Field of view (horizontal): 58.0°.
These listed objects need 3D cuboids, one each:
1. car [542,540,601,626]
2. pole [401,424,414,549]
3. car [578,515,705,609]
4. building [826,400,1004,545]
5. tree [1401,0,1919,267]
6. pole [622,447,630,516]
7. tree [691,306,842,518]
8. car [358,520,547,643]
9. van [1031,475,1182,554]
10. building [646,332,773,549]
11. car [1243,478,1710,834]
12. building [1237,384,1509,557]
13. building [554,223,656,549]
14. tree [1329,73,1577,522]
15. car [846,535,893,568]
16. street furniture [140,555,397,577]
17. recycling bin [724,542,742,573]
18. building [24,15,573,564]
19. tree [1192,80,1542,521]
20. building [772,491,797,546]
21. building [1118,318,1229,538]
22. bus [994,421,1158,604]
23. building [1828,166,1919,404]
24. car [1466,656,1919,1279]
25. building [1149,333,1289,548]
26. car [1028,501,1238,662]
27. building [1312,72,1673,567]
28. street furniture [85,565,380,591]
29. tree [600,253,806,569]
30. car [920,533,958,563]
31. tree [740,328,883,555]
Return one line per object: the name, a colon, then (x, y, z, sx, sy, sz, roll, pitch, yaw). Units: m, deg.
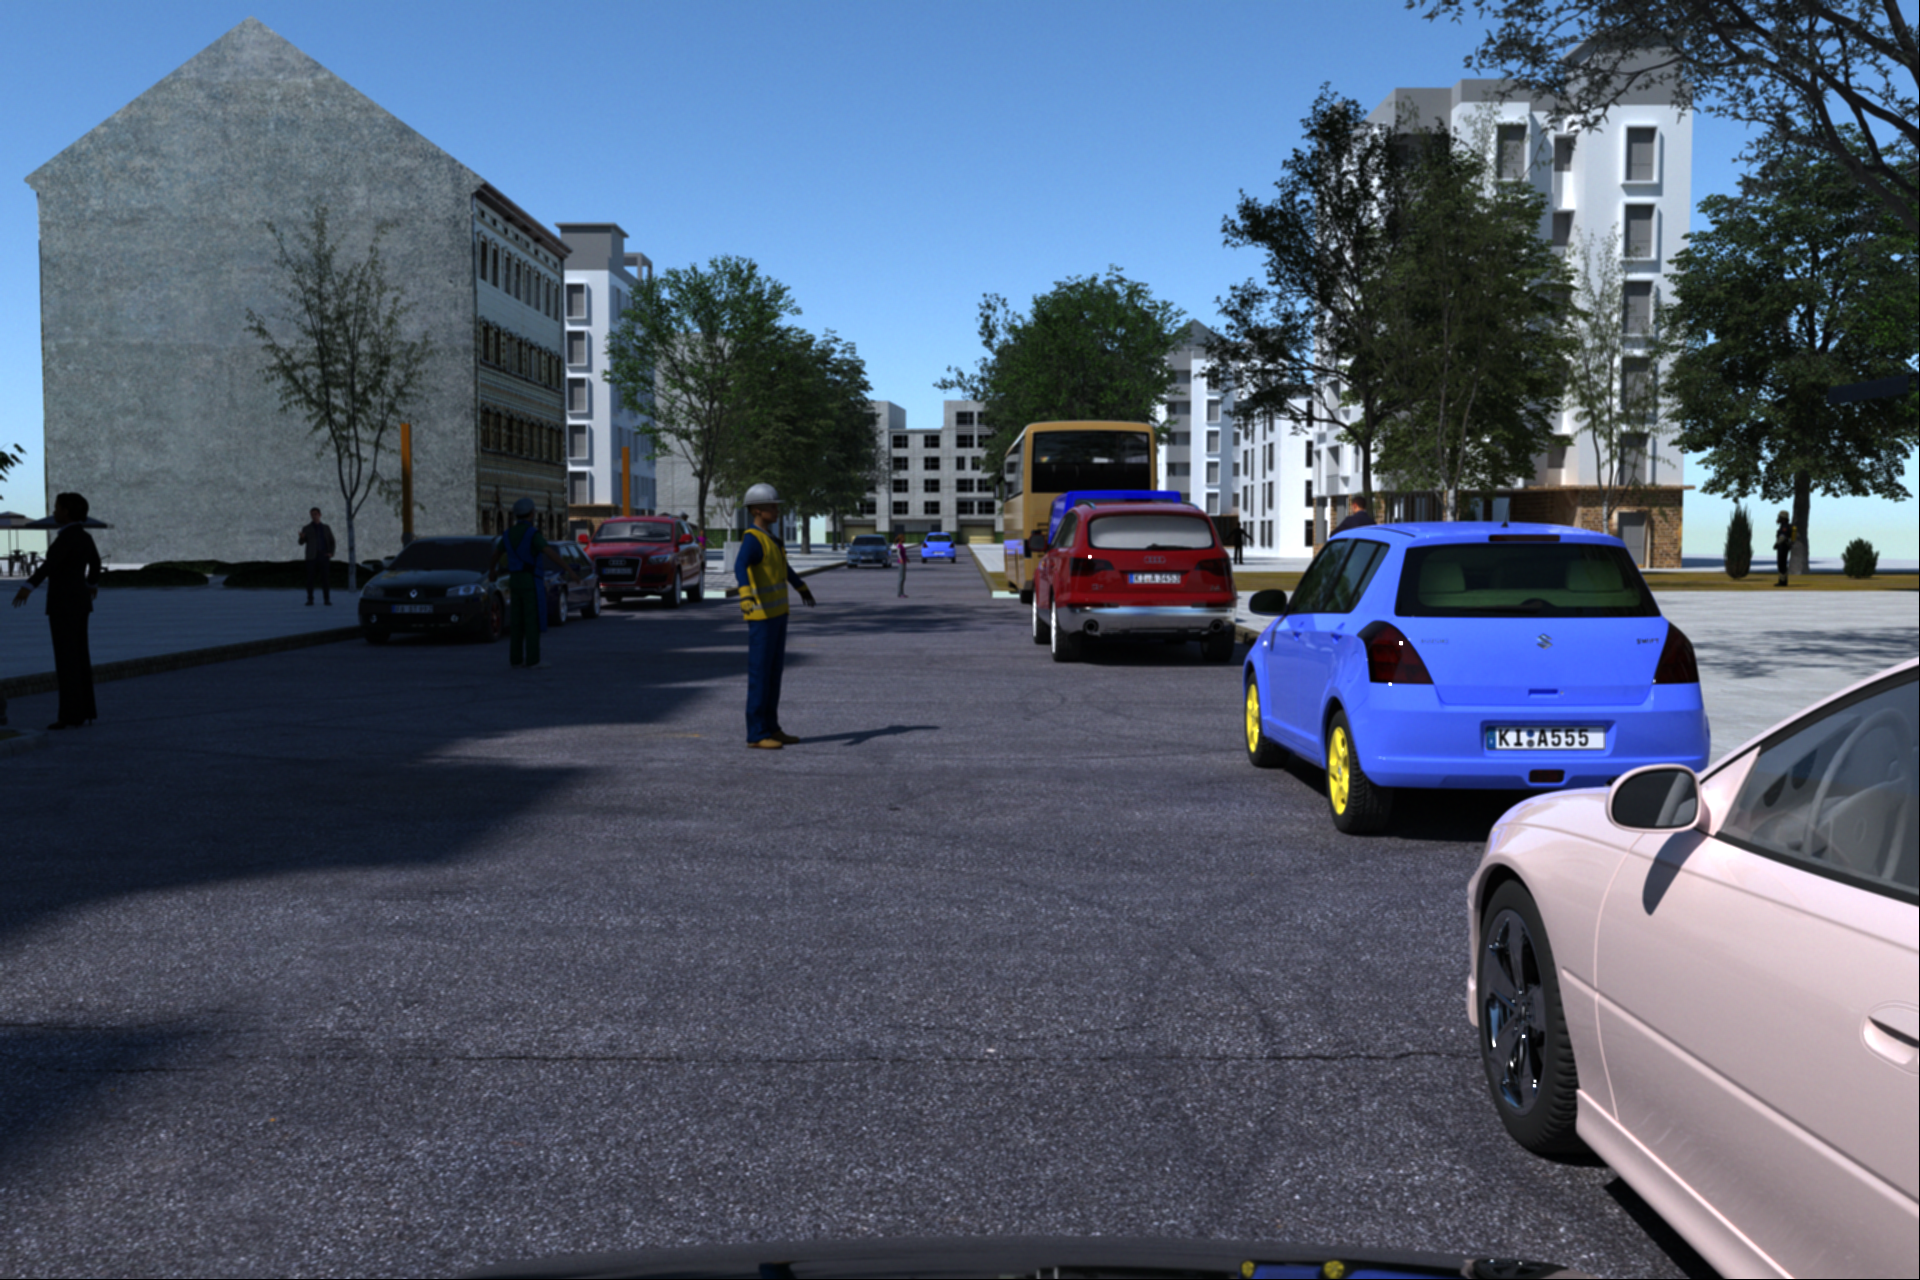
car: (-7.018, -0.952, 28.141, 1.945, 1.354, 3.894, 0, 4, 0)
pole: (-10.236, -2.340, 32.109, 0.158, 3.312, 0.155, 0, 3, 0)
car: (-6.433, -1.610, 35.004, 2.281, 1.827, 5.304, 0, 4, 0)
building: (-1.236, -22.417, 235.427, 31.486, 18.905, 16.747, 0, 4, 6)
tree: (8.496, -6.343, 14.074, 12.009, 13.543, 11.850, 0, 3, 0)
pole: (-7.814, -2.860, 40.606, 0.158, 3.312, 0.155, 0, 3, 0)
tree: (-9.727, -10.266, 85.970, 7.486, 12.596, 7.792, 0, 3, 0)
car: (-6.970, -0.873, 24.053, 2.009, 1.686, 4.222, 0, 3, 0)
van: (2.279, -1.355, 26.543, 2.240, 2.365, 5.245, 0, 3, 0)
building: (-28.182, -18.418, 167.594, 16.747, 18.905, 31.486, 0, 4, 0)
car: (2.633, 0.000, 9.585, 1.945, 1.707, 3.694, 0, 4, 0)
building: (22.352, -9.473, 97.037, 9.099, 9.664, 28.070, 0, 4, 0)
building: (-25.943, -15.303, 106.622, 16.016, 20.090, 11.380, 0, 4, 0)
tree: (7.958, -4.749, 28.013, 4.360, 8.622, 3.978, 0, 3, 0)
car: (-3.844, -3.789, 73.959, 2.014, 1.417, 4.499, 0, 4, 0)
street furniture: (-20.656, -2.310, 53.387, 10.072, 0.657, 5.734, 3, 5, 43)
recycling bin: (-7.486, -2.771, 57.861, 0.722, 1.027, 0.722, 0, 4, 1)
building: (-30.147, -15.419, 83.037, 19.493, 23.208, 18.063, 0, 4, -1)
tree: (8.359, -6.228, 36.244, 7.601, 10.594, 8.767, 1, 4, 9)
building: (-23.240, -15.782, 200.179, 9.099, 9.664, 28.070, 0, 4, 0)
building: (23.794, -21.717, 185.997, 19.493, 23.208, 18.063, 0, 4, 0)
bus: (2.386, -2.873, 38.520, 2.896, 3.916, 12.252, 0, 4, -1)
building: (25.079, -17.298, 28.942, 12.429, 33.558, 17.177, 0, 4, 0)
car: (2.207, 0.597, 2.599, 2.083, 1.381, 4.827, 0, 4, 0)
building: (23.856, -19.233, 170.878, 16.016, 20.090, 11.380, 0, 4, 0)
car: (2.007, -0.752, 20.963, 2.281, 1.827, 5.304, 0, 4, -1)
building: (21.112, -13.509, 77.299, 16.016, 20.090, 11.380, 0, 4, 0)
street furniture: (-15.622, -1.621, 42.126, 10.072, 0.657, 5.734, 1, 4, 16)
tree: (-9.375, -8.429, 63.564, 9.928, 11.665, 9.643, 0, 3, 0)
car: (-1.046, -4.672, 85.977, 1.945, 1.707, 3.694, 0, 4, 0)
tree: (-9.753, -12.323, 108.140, 9.857, 13.997, 8.962, 0, 3, 0)
